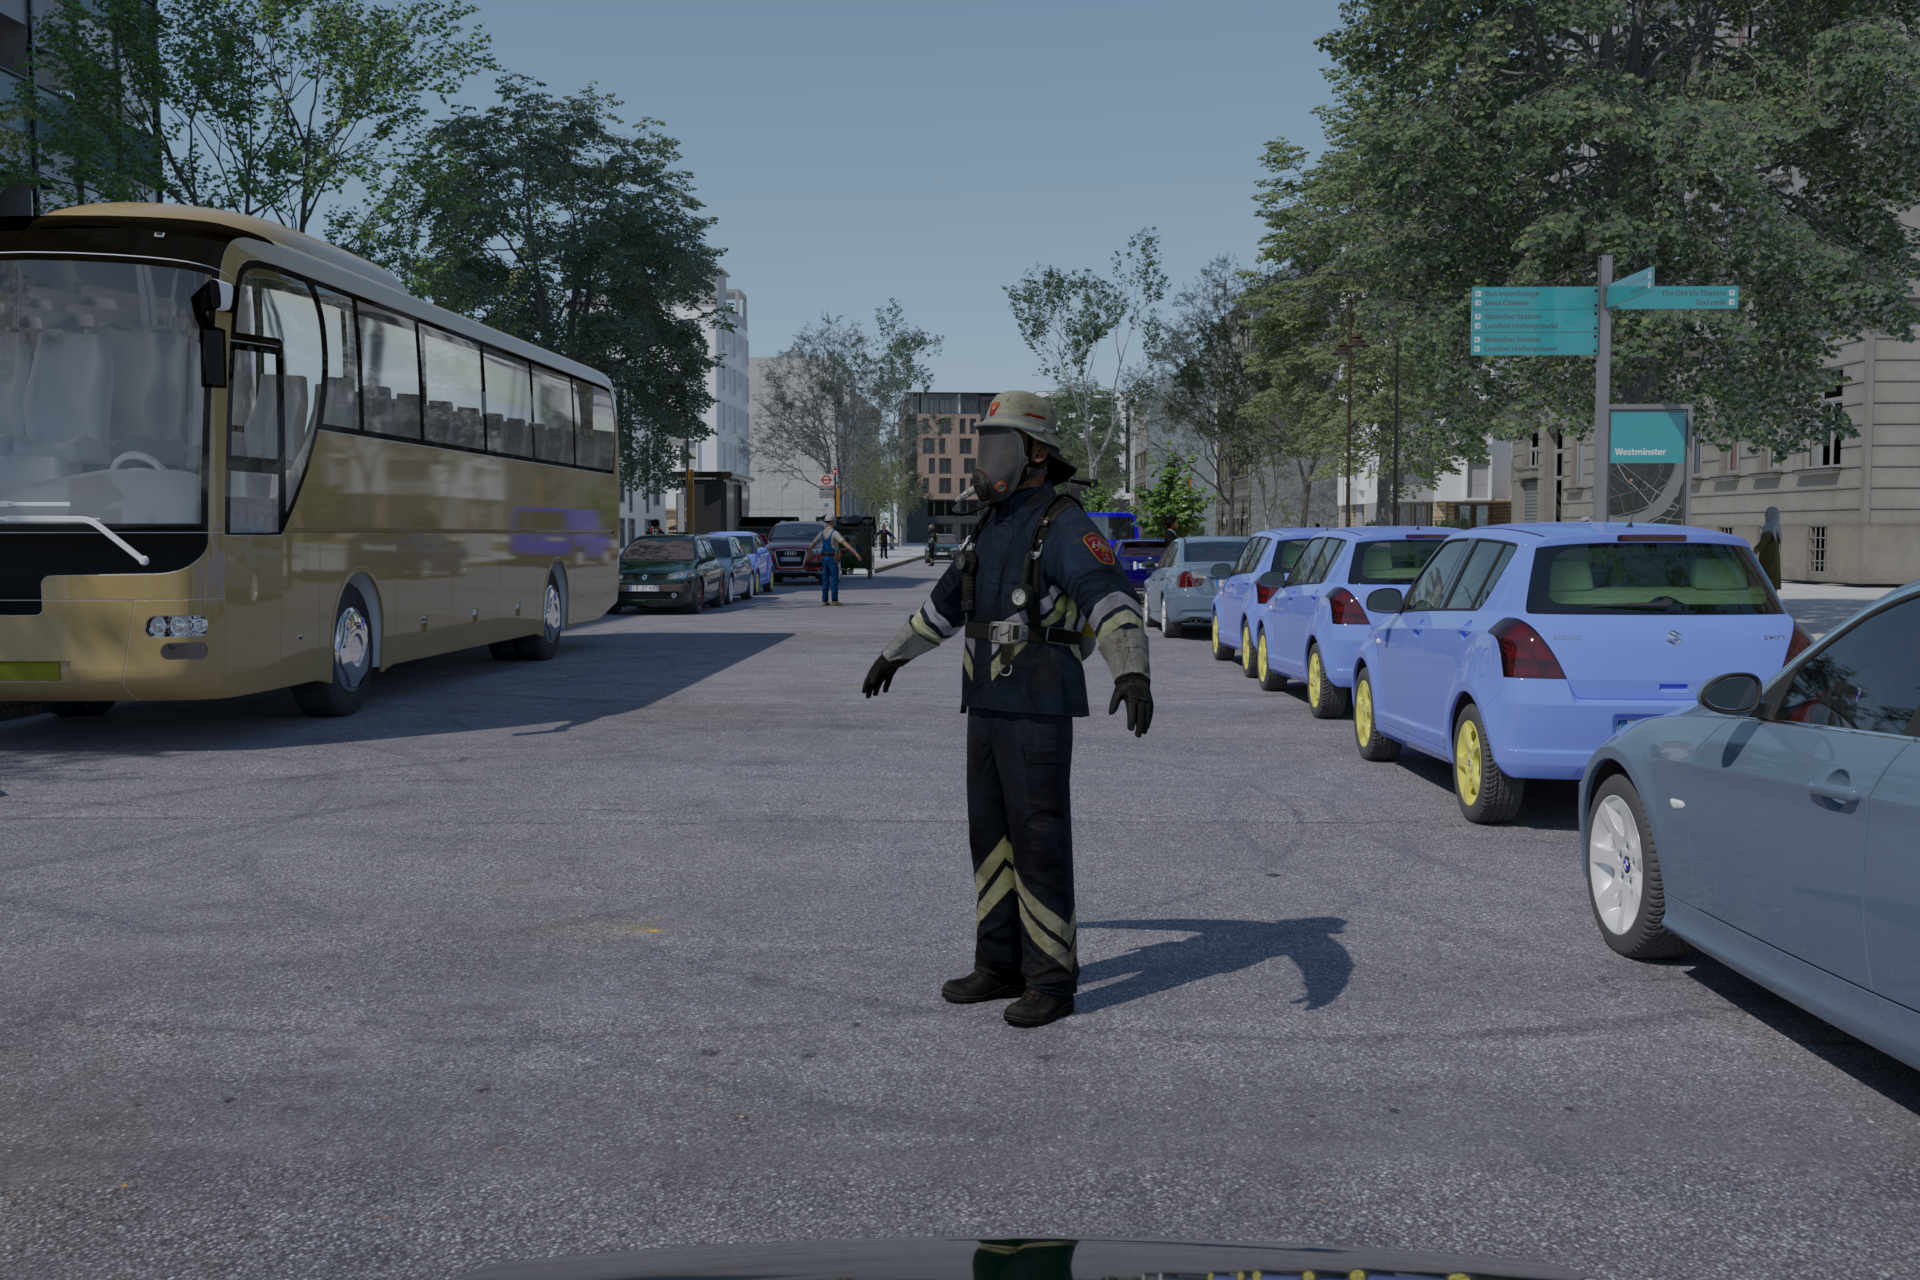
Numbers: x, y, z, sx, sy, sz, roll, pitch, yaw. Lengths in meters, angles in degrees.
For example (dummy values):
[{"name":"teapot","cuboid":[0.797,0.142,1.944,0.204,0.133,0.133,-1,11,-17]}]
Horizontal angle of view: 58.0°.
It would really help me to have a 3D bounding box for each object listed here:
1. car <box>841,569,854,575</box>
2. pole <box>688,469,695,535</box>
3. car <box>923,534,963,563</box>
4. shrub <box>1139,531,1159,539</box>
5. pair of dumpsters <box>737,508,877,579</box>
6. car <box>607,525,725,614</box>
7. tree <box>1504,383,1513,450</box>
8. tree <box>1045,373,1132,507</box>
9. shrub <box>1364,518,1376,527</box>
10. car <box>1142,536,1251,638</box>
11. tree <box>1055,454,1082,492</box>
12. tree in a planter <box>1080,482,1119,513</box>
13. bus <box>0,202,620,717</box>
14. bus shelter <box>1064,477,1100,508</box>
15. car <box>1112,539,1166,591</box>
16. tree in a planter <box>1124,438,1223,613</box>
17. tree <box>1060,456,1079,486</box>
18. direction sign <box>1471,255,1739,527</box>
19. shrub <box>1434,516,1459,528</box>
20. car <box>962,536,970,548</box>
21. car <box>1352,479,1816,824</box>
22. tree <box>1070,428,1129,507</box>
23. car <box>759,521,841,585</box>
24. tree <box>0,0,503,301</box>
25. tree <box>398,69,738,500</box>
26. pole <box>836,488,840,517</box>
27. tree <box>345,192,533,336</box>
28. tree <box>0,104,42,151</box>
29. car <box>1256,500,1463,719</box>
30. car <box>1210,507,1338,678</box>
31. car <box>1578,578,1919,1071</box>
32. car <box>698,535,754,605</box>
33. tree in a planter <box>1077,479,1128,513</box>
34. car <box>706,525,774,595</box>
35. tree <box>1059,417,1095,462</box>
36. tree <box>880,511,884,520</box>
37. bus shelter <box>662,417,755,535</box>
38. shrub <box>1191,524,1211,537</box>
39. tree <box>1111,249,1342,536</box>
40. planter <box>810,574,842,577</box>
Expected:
[{"name":"car","cuboid":[-4.748,-3.151,61.747,2.015,1.641,3.980,0,4,1]},{"name":"pole","cuboid":[-8.430,-3.702,54.375,0.158,3.312,0.155,0,3,0]},{"name":"car","cuboid":[-0.836,-4.664,86.049,2.009,1.686,4.222,0,4,1]},{"name":"shrub","cuboid":[7.942,-3.974,69.017,1.661,2.075,1.752,0,3,0]},{"name":"pair of dumpsters","cuboid":[-4.903,-3.093,55.514,4.436,2.255,1.574,0,4,2]},{"name":"car","cuboid":[-5.502,-1.384,32.412,2.009,1.686,4.222,0,4,1]},{"name":"tree","cuboid":[29.343,-10.260,78.119,12.009,13.543,11.850,0,3,0]},{"name":"tree","cuboid":[9.168,-14.104,137.262,9.857,13.997,8.962,0,3,0]},{"name":"shrub","cuboid":[19.537,-4.741,81.933,1.690,2.028,1.600,0,3,0]},{"name":"car","cuboid":[3.696,-0.806,25.183,2.014,1.417,4.499,0,4,1]},{"name":"tree","cuboid":[9.443,-12.031,147.066,4.360,8.622,3.978,0,3,0]},{"name":"tree in a planter","cuboid":[4.608,-3.811,59.525,1.991,3.239,1.994,0,4,1]},{"name":"bus","cuboid":[-5.891,-1.547,16.835,2.896,3.916,12.252,0,4,1]},{"name":"bus shelter","cuboid":[4.973,-4.975,72.621,1.731,3.624,6.357,0,4,2]},{"name":"car","cuboid":[4.005,-1.561,38.101,1.945,1.354,3.894,0,4,1]},{"name":"tree in a planter","cuboid":[3.952,-2.145,32.294,1.991,3.239,1.994,0,4,1]},{"name":"tree","cuboid":[10.116,-12.380,152.770,4.737,8.622,4.395,0,3,0]},{"name":"direction sign","cuboid":[6.174,-1.677,16.173,2.525,3.948,1.411,0,4,2]},{"name":"shrub","cuboid":[19.365,-3.942,68.868,1.690,2.028,1.600,0,3,0]},{"name":"car","cuboid":[1.062,-4.988,93.911,2.083,1.381,4.827,0,4,1]},{"name":"car","cuboid":[3.366,-0.016,9.858,1.945,1.707,3.694,0,4,1]},{"name":"tree","cuboid":[8.958,-10.220,117.467,4.360,8.622,3.978,0,3,0]},{"name":"car","cuboid":[-4.617,-2.542,50.243,2.281,1.827,5.304,0,4,1]},{"name":"tree","cuboid":[-11.870,-6.307,28.873,9.928,11.665,9.643,0,3,0]},{"name":"tree","cuboid":[-10.764,-8.609,47.411,9.857,13.997,8.962,0,3,0]},{"name":"pole","cuboid":[-5.423,-5.085,76.988,0.158,3.312,0.155,0,3,0]},{"name":"tree","cuboid":[-11.294,-5.305,37.096,4.737,8.622,4.395,0,3,0]},{"name":"tree","cuboid":[-12.276,-4.171,18.562,4.737,8.622,4.395,0,3,0]},{"name":"car","cuboid":[3.585,-0.315,14.739,1.945,1.707,3.694,0,3,0]},{"name":"car","cuboid":[3.700,-0.547,18.536,1.945,1.707,3.694,0,4,1]},{"name":"car","cuboid":[3.084,0.466,4.389,2.014,1.417,4.499,0,3,0]},{"name":"car","cuboid":[-5.467,-1.516,36.781,2.014,1.417,4.499,0,4,2]},{"name":"tree in a planter","cuboid":[4.550,-3.590,55.913,1.991,3.239,1.994,0,4,1]},{"name":"car","cuboid":[-5.515,-1.955,41.559,1.945,1.707,3.694,0,4,2]},{"name":"tree","cuboid":[10.684,-15.312,168.474,7.486,12.596,7.792,0,3,0]},{"name":"tree","cuboid":[-14.458,-19.921,260.112,7.601,10.594,8.767,0,4,7]},{"name":"bus shelter","cuboid":[-8.656,-4.992,59.247,2.179,5.291,8.768,0,4,1]},{"name":"shrub","cuboid":[8.580,-3.740,65.184,1.661,2.075,1.752,0,3,0]},{"name":"tree","cuboid":[11.798,-10.111,75.677,12.009,13.543,11.850,0,3,0]},{"name":"planter","cuboid":[-5.043,-2.291,58.599,1.991,0.319,1.994,0,4,1]}]
